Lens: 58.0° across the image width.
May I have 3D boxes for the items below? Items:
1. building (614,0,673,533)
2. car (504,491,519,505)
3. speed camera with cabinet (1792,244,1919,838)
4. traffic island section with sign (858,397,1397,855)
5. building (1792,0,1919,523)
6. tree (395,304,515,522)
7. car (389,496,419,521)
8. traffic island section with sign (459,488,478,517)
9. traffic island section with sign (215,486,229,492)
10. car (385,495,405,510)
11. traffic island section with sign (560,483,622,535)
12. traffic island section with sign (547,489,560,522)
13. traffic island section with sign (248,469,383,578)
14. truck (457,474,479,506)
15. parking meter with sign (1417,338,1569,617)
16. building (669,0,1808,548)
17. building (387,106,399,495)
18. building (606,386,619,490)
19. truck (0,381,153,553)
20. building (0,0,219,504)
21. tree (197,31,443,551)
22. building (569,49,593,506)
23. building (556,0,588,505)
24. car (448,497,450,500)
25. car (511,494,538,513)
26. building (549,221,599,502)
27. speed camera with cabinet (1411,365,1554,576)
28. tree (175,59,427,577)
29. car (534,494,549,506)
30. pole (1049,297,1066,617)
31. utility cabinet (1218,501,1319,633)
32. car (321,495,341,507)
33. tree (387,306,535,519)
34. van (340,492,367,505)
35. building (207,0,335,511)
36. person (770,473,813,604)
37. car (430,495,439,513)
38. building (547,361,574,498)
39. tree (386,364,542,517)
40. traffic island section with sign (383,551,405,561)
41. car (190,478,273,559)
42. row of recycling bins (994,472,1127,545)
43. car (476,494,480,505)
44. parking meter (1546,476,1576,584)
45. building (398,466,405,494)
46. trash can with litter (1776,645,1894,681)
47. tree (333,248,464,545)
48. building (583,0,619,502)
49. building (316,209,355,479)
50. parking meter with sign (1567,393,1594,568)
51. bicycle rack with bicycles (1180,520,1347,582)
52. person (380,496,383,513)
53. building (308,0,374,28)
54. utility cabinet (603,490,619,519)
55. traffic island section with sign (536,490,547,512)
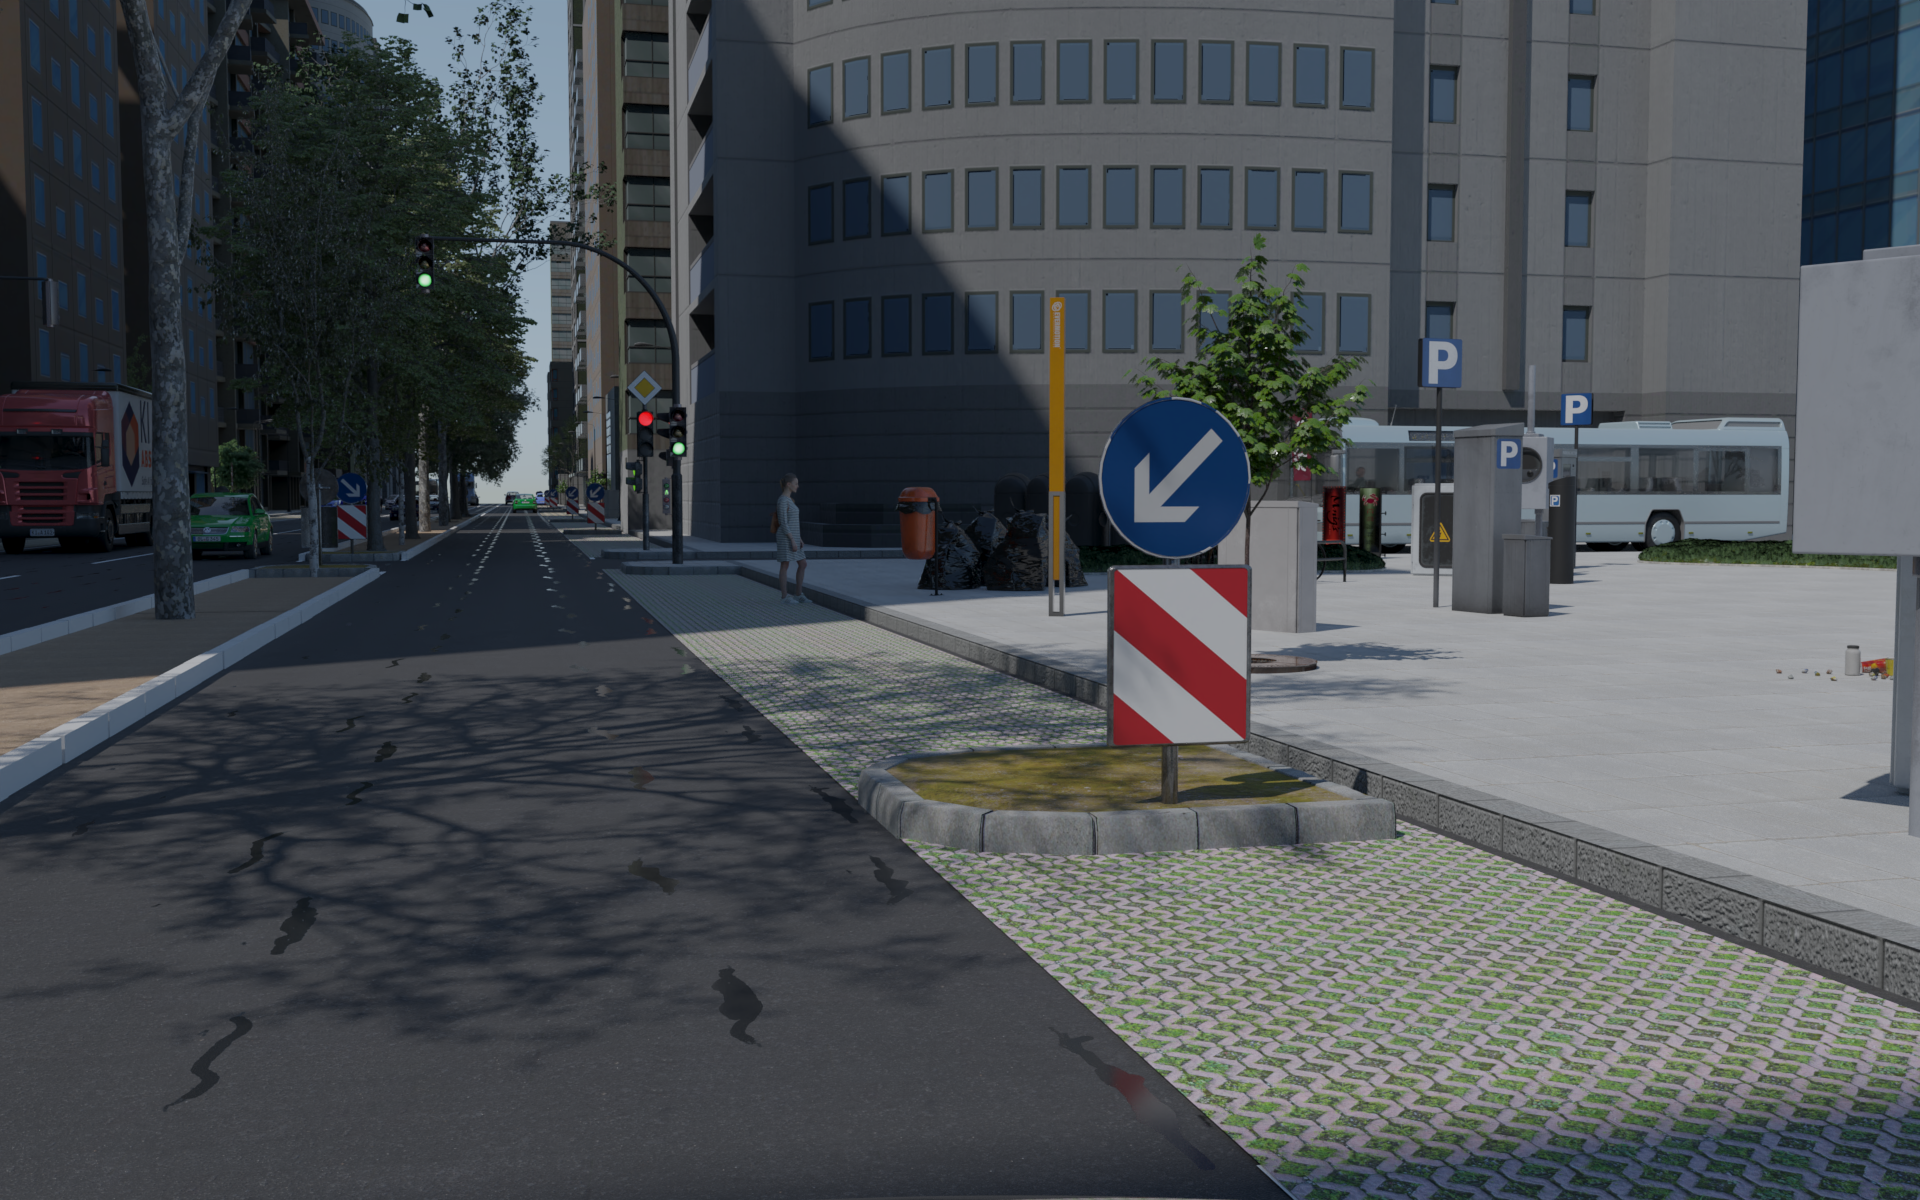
[{"bbox_3d":[-6.790,-18.219,69.586,14.160,30.474,14.107,-1,4,-14],"label":"building"},{"bbox_3d":[-59.503,-13.568,230.507,2.281,1.827,5.304,-1,4,-14],"label":"car"},{"bbox_3d":[4.117,-0.780,7.084,2.038,3.252,0.660,-3,5,-42],"label":"speed camera with cabinet"},{"bbox_3d":[0.595,0.050,7.813,1.989,1.847,2.006,-1,4,-14],"label":"traffic island section with sign"},{"bbox_3d":[35.253,-24.826,56.014,14.200,45.320,14.600,-1,4,-14],"label":"building"},{"bbox_3d":[-26.097,-9.732,87.332,9.928,11.665,9.643,0,3,0],"label":"tree"},{"bbox_3d":[-30.119,-5.014,94.558,1.945,1.354,3.894,-1,4,-13],"label":"car"},{"bbox_3d":[-31.739,-6.262,110.526,2.006,1.907,1.989,-1,4,-14],"label":"traffic island section with sign"},{"bbox_3d":[-35.546,-4.574,83.409,1.989,1.847,2.006,-1,4,-14],"label":"traffic island section with sign"},{"bbox_3d":[-51.827,-8.995,159.429,2.083,1.381,4.827,-1,4,-13],"label":"car"},{"bbox_3d":[-13.086,-3.236,61.543,1.989,1.847,2.006,-1,4,-14],"label":"traffic island section with sign"},{"bbox_3d":[-19.784,-4.844,87.822,1.989,1.847,2.006,-1,4,-14],"label":"traffic island section with sign"},{"bbox_3d":[-11.363,-1.369,30.525,2.006,1.907,1.989,-1,4,-14],"label":"traffic island section with sign"},{"bbox_3d":[-60.941,-13.703,213.803,2.967,4.110,18.799,-1,4,-14],"label":"truck"},{"bbox_3d":[5.698,-1.375,18.738,0.543,3.016,1.738,-1,4,-22],"label":"parking meter with sign"},{"bbox_3d":[6.184,-31.158,51.427,28.212,58.520,21.231,-1,4,-14],"label":"building"},{"bbox_3d":[-86.153,-41.911,227.243,21.231,58.520,28.212,-1,4,-14],"label":"building"},{"bbox_3d":[-8.548,-48.087,98.896,22.319,86.520,31.000,-1,4,-14],"label":"building"},{"bbox_3d":[-22.879,-3.457,45.442,2.839,4.237,11.283,-1,4,-15],"label":"truck"},{"bbox_3d":[-43.978,-26.384,81.490,14.600,45.320,14.200,-1,4,-14],"label":"building"},{"bbox_3d":[-14.313,-7.441,42.249,7.486,12.596,7.792,0,3,0],"label":"tree"},{"bbox_3d":[-27.170,-33.915,174.111,23.786,49.044,30.456,-1,4,-14],"label":"building"},{"bbox_3d":[-40.254,-47.604,216.569,20.563,71.187,20.611,-1,4,-14],"label":"building"},{"bbox_3d":[-70.973,-13.757,237.287,2.083,1.381,4.827,-1,4,-15],"label":"car"},{"bbox_3d":[-32.822,-7.446,130.545,1.959,1.807,4.718,-1,4,-15],"label":"car"},{"bbox_3d":[-54.591,-35.367,261.848,14.154,41.232,14.086,-1,4,-14],"label":"building"},{"bbox_3d":[8.103,-1.991,26.892,2.038,3.252,0.660,2,4,29],"label":"speed camera with cabinet"},{"bbox_3d":[-10.993,-4.672,29.208,4.360,8.622,3.978,0,3,0],"label":"tree"},{"bbox_3d":[-51.288,-12.413,212.545,1.945,1.707,3.694,-1,4,-14],"label":"car"},{"bbox_3d":[1.017,-1.484,18.107,0.158,3.312,0.155,0,3,0],"label":"pole"},{"bbox_3d":[2.906,-0.320,16.396,0.306,1.237,1.020,-3,4,-38],"label":"utility cabinet"},{"bbox_3d":[-46.555,-7.229,127.786,1.945,1.707,3.694,-1,4,-15],"label":"car"},{"bbox_3d":[-28.362,-11.490,96.977,9.857,13.997,8.962,0,3,0],"label":"tree"},{"bbox_3d":[-42.381,-7.171,121.636,2.240,2.365,5.245,-1,4,-15],"label":"van"},{"bbox_3d":[-65.685,-30.068,146.230,22.147,44.769,28.867,-1,4,-14],"label":"building"},{"bbox_3d":[-2.218,-0.794,22.492,0.522,1.701,0.512,0,4,7],"label":"person"},{"bbox_3d":[-40.724,-7.371,133.102,1.945,1.354,3.894,-1,4,-14],"label":"car"},{"bbox_3d":[-43.392,-24.327,242.783,27.650,21.520,28.899,-1,4,-14],"label":"building"},{"bbox_3d":[-30.658,-11.443,106.561,9.611,12.733,9.660,0,3,0],"label":"tree"},{"bbox_3d":[-13.182,-1.809,37.706,2.006,1.907,1.989,-1,4,-14],"label":"traffic island section with sign"},{"bbox_3d":[-16.736,-1.865,39.282,1.959,1.807,4.718,-1,4,-15],"label":"car"},{"bbox_3d":[2.080,-1.555,32.543,3.534,1.692,1.069,3,5,39],"label":"row of recycling bins"},{"bbox_3d":[-65.215,-13.600,231.407,2.155,1.783,4.494,-1,4,-16],"label":"car"},{"bbox_3d":[8.588,-0.999,24.752,0.372,1.533,0.369,0,3,0],"label":"parking meter"},{"bbox_3d":[-87.231,-29.271,250.277,14.160,30.474,14.107,-1,4,-14],"label":"building"},{"bbox_3d":[6.854,-0.034,11.620,1.678,1.210,2.233,-2,4,-27],"label":"trash can with litter"},{"bbox_3d":[-15.715,-5.847,48.411,4.737,8.622,4.395,0,3,0],"label":"tree"},{"bbox_3d":[-25.407,-30.658,151.363,14.600,45.320,14.200,-1,4,-14],"label":"building"},{"bbox_3d":[-67.246,-24.287,168.791,14.160,30.474,14.107,-1,4,-14],"label":"building"},{"bbox_3d":[10.119,-2.030,29.450,0.543,3.016,1.738,3,5,43],"label":"parking meter with sign"},{"bbox_3d":[4.156,-0.724,25.224,2.925,0.926,2.852,-3,5,-43],"label":"bicycle rack with bicycles"},{"bbox_3d":[-43.997,-7.320,131.365,0.799,1.438,0.628,2,4,31],"label":"person"},{"bbox_3d":[-78.498,-40.248,200.056,21.231,58.520,28.212,-1,4,-14],"label":"building"},{"bbox_3d":[-18.008,-4.952,89.643,0.318,1.500,1.173,1,4,22],"label":"utility cabinet"},{"bbox_3d":[-31.960,-7.767,135.613,1.989,1.847,2.006,-1,4,-14],"label":"traffic island section with sign"}]
